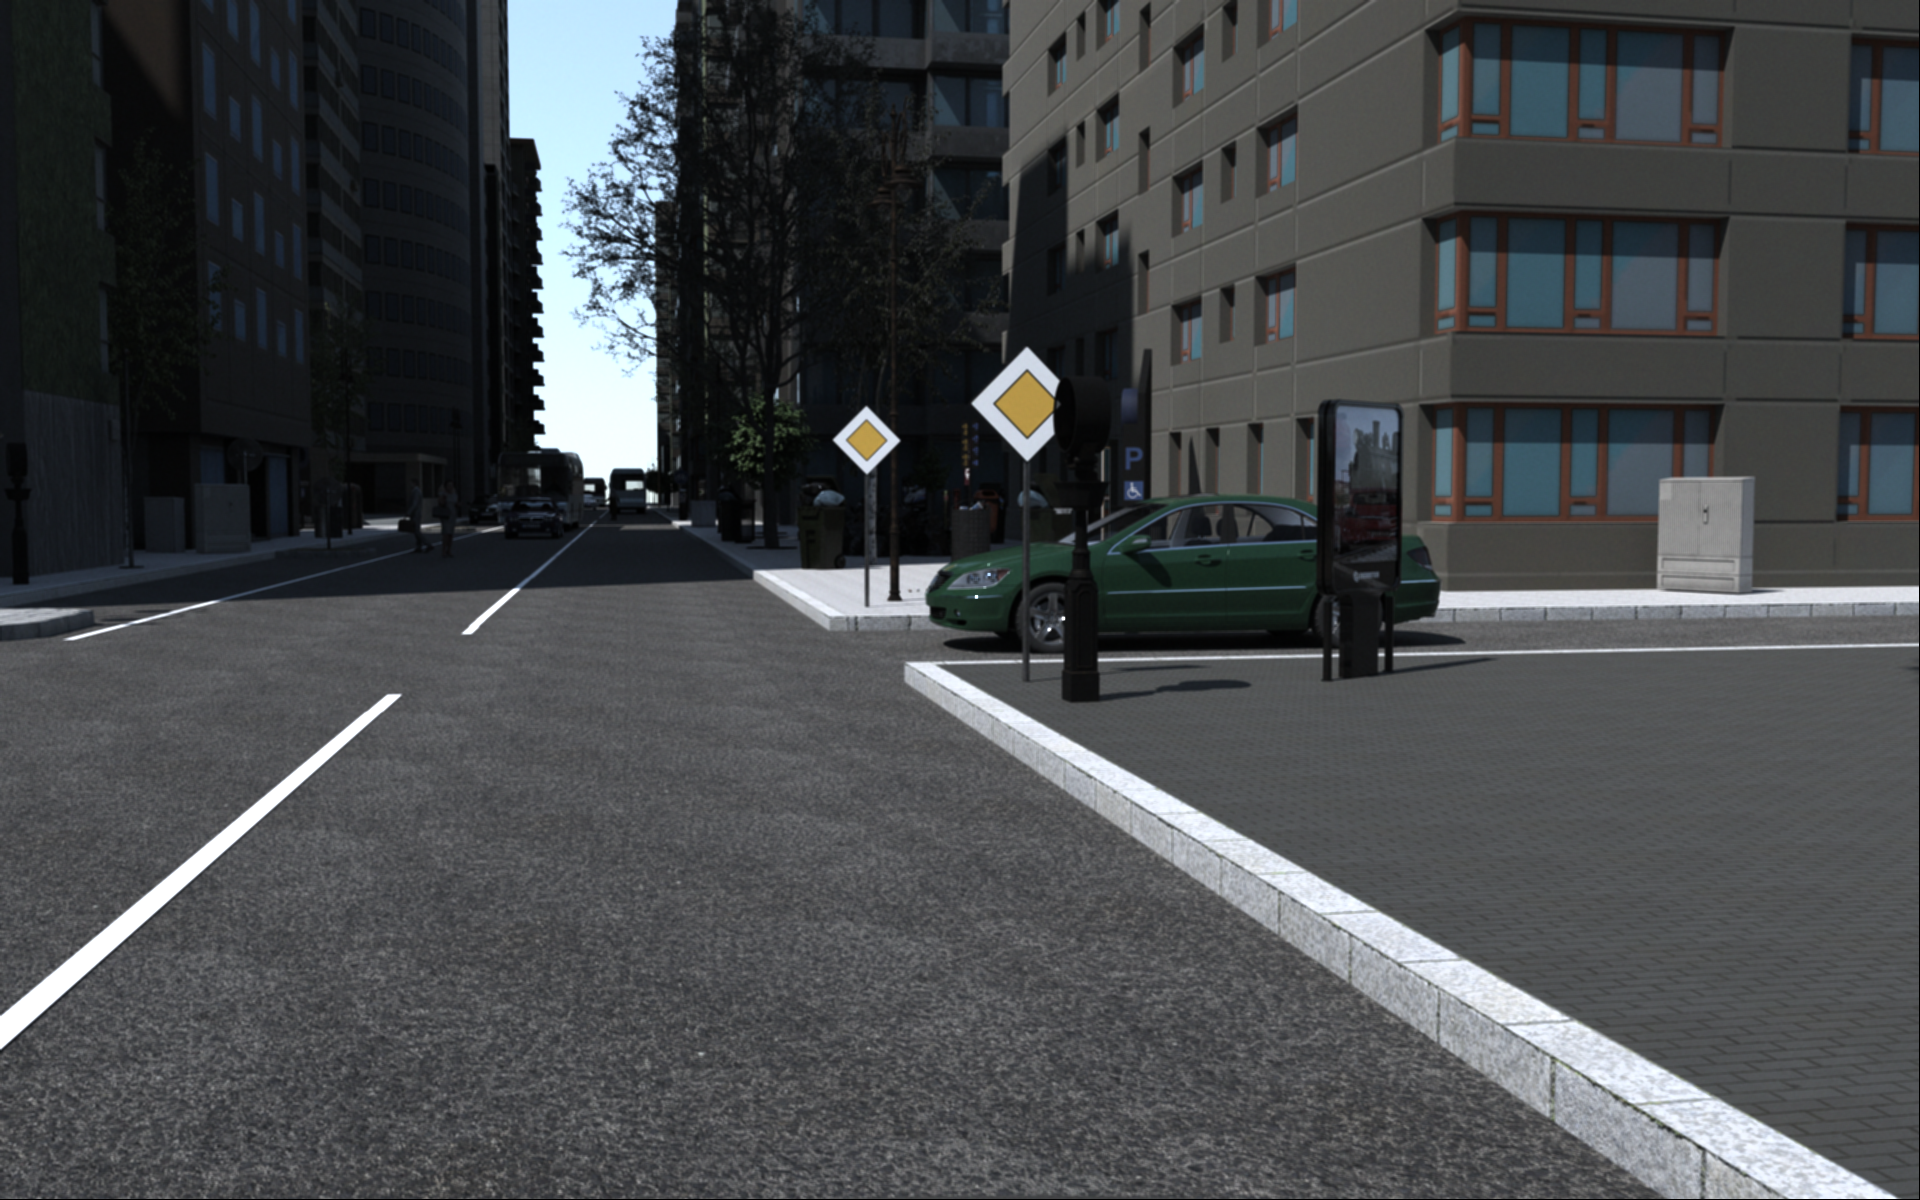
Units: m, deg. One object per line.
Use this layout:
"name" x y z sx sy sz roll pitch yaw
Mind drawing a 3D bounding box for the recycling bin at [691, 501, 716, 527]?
"recycling bin" -9.983 -3.356 67.429 0.722 1.027 0.722 -3 4 -39

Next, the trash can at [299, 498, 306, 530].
"trash can" -23.744 -3.069 61.833 0.748 1.137 0.748 0 3 0

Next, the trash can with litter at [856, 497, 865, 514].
"trash can with litter" -3.274 -3.189 63.534 0.624 1.170 1.055 2 4 35

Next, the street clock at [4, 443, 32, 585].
"street clock" -13.358 -1.224 24.577 0.358 2.002 0.471 -2 4 -33

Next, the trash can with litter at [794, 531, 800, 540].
"trash can with litter" -4.071 -2.239 47.987 1.055 1.170 0.624 0 4 -3

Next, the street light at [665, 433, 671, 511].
"street light" -22.292 -9.747 132.146 0.468 5.910 1.993 -1 4 -11

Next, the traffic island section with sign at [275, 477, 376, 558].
"traffic island section with sign" -14.530 -1.906 39.797 1.989 1.847 2.006 -1 4 -11

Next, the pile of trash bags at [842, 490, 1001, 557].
"pile of trash bags" -0.765 -1.628 36.363 3.447 1.369 1.912 -1 4 -22

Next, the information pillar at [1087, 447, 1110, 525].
"information pillar" 2.141 -1.372 26.922 0.304 2.012 0.304 2 4 24

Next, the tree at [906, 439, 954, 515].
"tree" -1.081 -4.086 61.409 1.663 3.219 1.824 0 3 0

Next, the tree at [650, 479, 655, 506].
"tree" -33.305 -11.962 190.185 1.663 3.219 1.824 0 3 0

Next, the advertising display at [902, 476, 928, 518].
"advertising display" -1.658 -3.564 63.481 0.974 1.923 0.123 1 4 22

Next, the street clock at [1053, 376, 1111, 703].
"street clock" 0.749 -0.375 10.703 0.358 2.002 0.471 -1 4 -14

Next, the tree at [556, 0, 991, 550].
"tree" -4.556 -7.936 40.123 12.009 13.543 11.850 0 3 0

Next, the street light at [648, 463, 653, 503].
"street light" -37.819 -14.721 213.472 0.468 5.910 1.993 -1 4 -11

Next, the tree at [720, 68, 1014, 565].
"tree" -1.392 -4.940 31.137 4.360 8.622 3.978 0 3 0

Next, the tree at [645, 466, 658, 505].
"tree" -35.112 -13.166 198.969 4.285 4.588 4.351 0 3 0

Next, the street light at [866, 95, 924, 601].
"street light" -0.785 -2.928 20.653 0.468 5.910 1.993 -1 4 -11

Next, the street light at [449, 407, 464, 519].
"street light" -26.858 -7.342 92.825 0.468 5.910 1.993 -1 4 -11

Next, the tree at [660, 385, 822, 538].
"tree" -5.641 -4.093 50.641 4.285 4.588 4.351 0 3 0

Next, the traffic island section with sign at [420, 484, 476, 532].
"traffic island section with sign" -19.602 -3.526 66.273 1.989 1.847 2.006 -1 4 -11

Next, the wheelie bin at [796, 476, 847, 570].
"wheelie bin" -2.360 -1.326 29.587 0.980 1.594 0.693 3 4 36

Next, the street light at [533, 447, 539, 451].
"street light" -42.458 -12.337 174.498 0.468 5.910 1.993 -1 4 -11

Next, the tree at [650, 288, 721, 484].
"tree" -8.580 -6.752 60.750 4.360 8.622 3.978 0 3 0

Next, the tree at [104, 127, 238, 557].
"tree" -17.049 -5.203 35.434 4.737 8.622 4.395 0 3 0

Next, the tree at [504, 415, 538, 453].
"tree" -40.446 -12.717 158.286 4.737 8.622 4.395 0 3 0

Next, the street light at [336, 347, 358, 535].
"street light" -19.298 -5.005 54.615 0.468 5.910 1.993 -1 4 -11

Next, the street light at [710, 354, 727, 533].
"street light" -7.903 -5.136 56.768 0.468 5.910 1.993 -1 4 -11

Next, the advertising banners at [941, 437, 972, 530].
"advertising banners" -0.100 -3.563 54.446 0.090 3.025 2.074 -2 4 -27

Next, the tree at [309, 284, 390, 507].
"tree" -21.770 -6.701 59.917 4.737 8.622 4.395 0 3 0

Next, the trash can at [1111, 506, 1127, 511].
"trash can" 2.208 -0.574 21.036 0.748 1.137 0.748 0 3 0

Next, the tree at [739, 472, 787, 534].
"tree" -6.034 -3.745 55.829 1.663 3.219 1.824 0 3 0

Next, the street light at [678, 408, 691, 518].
"street light" -15.306 -7.519 95.718 0.468 5.910 1.993 -1 4 -11

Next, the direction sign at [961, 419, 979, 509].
"direction sign" 0.314 -3.724 52.882 0.379 3.537 0.876 -3 4 -37

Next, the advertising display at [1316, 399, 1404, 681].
"advertising display" 2.808 -0.424 12.146 0.123 1.923 0.974 3 5 43

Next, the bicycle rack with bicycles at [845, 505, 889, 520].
"bicycle rack with bicycles" -3.152 -2.659 56.862 2.925 0.926 2.852 3 5 43

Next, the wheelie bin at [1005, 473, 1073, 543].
"wheelie bin" 1.288 -1.130 26.383 0.693 1.594 0.980 2 4 35

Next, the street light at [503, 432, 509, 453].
"street light" -33.885 -9.586 129.525 0.468 5.910 1.993 -1 4 -11

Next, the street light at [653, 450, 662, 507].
"street light" -30.859 -12.510 177.327 0.468 5.910 1.993 -1 4 -11

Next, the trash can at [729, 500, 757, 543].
"trash can" -5.669 -2.057 45.283 0.748 1.137 0.748 0 3 0

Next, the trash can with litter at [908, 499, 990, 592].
"trash can with litter" 0.514 -0.732 23.021 2.233 1.210 1.678 1 4 9

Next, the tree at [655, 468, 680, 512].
"tree" -21.178 -8.085 126.784 1.663 3.219 1.824 0 3 0
